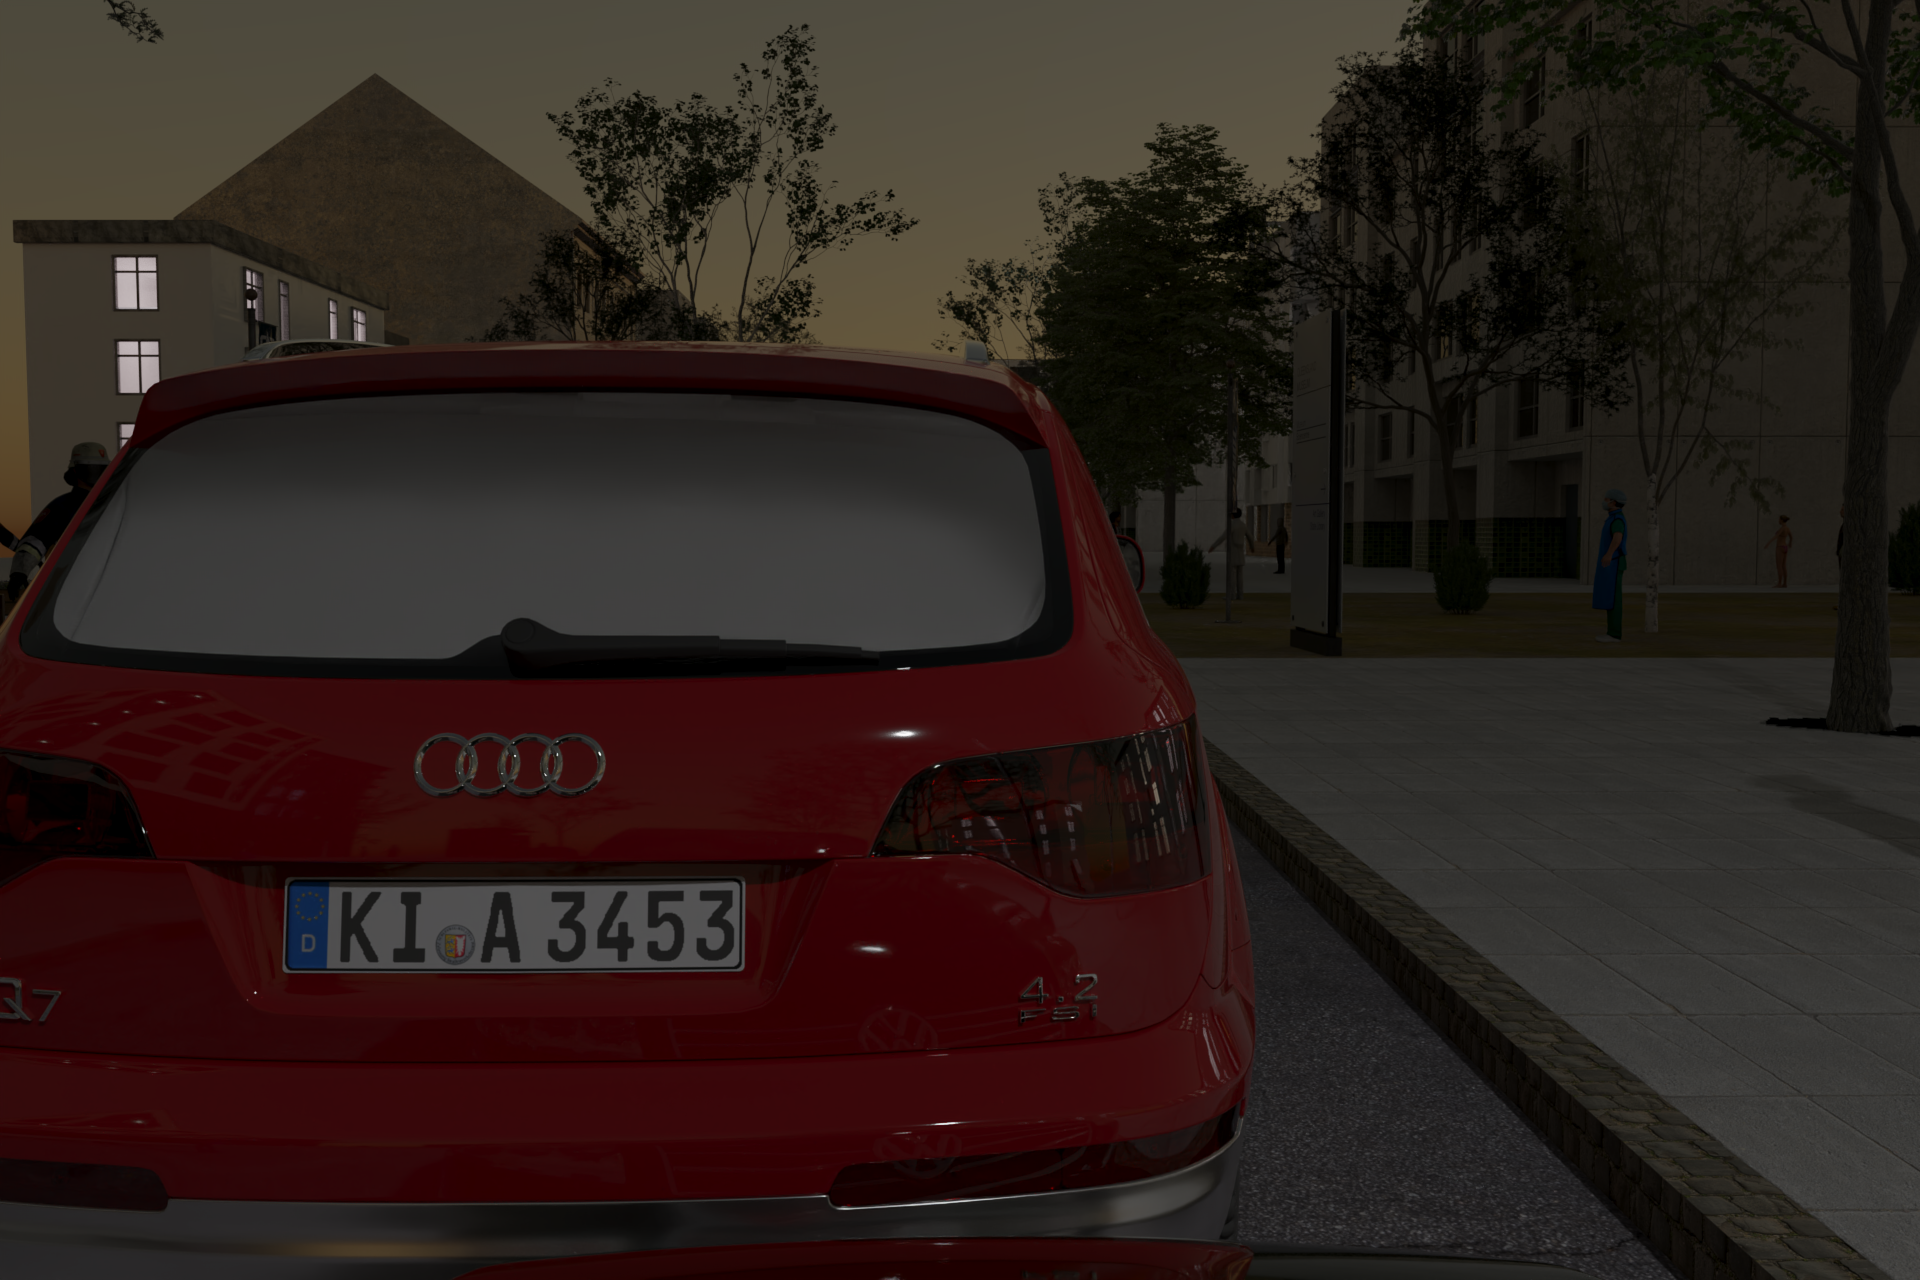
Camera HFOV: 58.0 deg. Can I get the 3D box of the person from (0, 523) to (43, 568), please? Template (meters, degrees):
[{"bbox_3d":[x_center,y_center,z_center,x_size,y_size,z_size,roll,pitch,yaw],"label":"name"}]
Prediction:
[{"bbox_3d":[-10.251,-0.747,17.994,1.354,1.856,0.705,0,4,-7],"label":"person"}]

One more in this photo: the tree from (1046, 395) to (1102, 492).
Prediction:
[{"bbox_3d":[5.377,-10.491,105.934,8.767,10.594,7.601,-1,4,-9],"label":"tree"}]

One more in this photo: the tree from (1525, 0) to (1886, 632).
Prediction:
[{"bbox_3d":[9.016,-4.420,22.622,4.360,8.622,3.978,0,3,0],"label":"tree"}]

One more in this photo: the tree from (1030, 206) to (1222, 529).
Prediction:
[{"bbox_3d":[5.751,-8.686,60.138,7.486,12.596,7.792,0,3,0],"label":"tree"}]

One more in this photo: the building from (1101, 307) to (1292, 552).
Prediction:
[{"bbox_3d":[21.046,-16.761,140.503,16.747,18.905,31.486,0,4,0],"label":"building"}]

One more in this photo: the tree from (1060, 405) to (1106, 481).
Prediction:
[{"bbox_3d":[5.722,-8.212,84.630,4.360,8.622,3.978,0,3,0],"label":"tree"}]

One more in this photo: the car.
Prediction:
[{"bbox_3d":[-0.570,0.249,4.603,2.281,1.827,5.304,0,4,-1],"label":"car"}]

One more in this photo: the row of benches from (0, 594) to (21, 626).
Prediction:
[{"bbox_3d":[-10.688,-0.346,21.118,4.104,0.672,1.422,-1,4,-10],"label":"row of benches"}]

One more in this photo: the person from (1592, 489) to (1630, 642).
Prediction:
[{"bbox_3d":[7.743,-0.886,20.620,0.704,1.817,1.347,1,4,19],"label":"person"}]

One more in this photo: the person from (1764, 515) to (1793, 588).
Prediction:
[{"bbox_3d":[19.566,-2.115,41.388,1.217,1.733,0.721,-3,4,-38],"label":"person"}]

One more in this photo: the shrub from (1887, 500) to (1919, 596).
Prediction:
[{"bbox_3d":[20.025,-1.940,36.146,1.690,2.028,1.600,0,3,0],"label":"shrub"}]

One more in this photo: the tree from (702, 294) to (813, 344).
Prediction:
[{"bbox_3d":[-10.297,-10.866,88.033,12.009,13.543,11.850,0,3,0],"label":"tree"}]

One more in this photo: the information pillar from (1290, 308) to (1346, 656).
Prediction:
[{"bbox_3d":[3.891,-1.686,18.883,0.184,3.620,1.656,0,4,-2],"label":"information pillar"}]

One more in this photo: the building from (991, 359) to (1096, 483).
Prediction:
[{"bbox_3d":[-0.026,-22.500,214.299,32.646,21.610,27.936,0,4,-5],"label":"building"}]

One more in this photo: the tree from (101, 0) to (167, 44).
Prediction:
[{"bbox_3d":[-9.303,-6.169,11.232,12.009,13.543,11.850,0,3,0],"label":"tree"}]

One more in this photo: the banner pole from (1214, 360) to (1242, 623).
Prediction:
[{"bbox_3d":[3.887,-2.123,24.730,0.401,3.779,0.863,0,4,-1],"label":"banner pole"}]

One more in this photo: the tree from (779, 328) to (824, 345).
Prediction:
[{"bbox_3d":[-9.778,-11.704,101.732,12.009,13.543,11.850,0,3,0],"label":"tree"}]

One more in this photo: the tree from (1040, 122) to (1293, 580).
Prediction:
[{"bbox_3d":[6.032,-7.942,47.973,7.486,12.596,7.792,0,3,0],"label":"tree"}]

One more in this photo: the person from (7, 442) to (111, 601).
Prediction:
[{"bbox_3d":[-5.323,-0.295,10.683,0.704,1.845,1.351,1,4,21],"label":"person"}]

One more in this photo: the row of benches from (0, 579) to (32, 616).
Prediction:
[{"bbox_3d":[-14.320,-0.518,23.935,4.104,0.672,1.422,1,4,11],"label":"row of benches"}]

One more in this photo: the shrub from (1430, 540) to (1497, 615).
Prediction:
[{"bbox_3d":[8.028,-1.011,27.639,1.383,1.207,1.383,0,3,0],"label":"shrub"}]

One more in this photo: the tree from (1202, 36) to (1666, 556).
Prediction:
[{"bbox_3d":[8.912,-5.930,31.372,8.767,10.594,7.601,-1,4,-19],"label":"tree"}]

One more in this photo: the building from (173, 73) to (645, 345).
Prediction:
[{"bbox_3d":[-27.978,-15.981,92.218,19.493,23.208,18.063,0,4,-1],"label":"building"}]

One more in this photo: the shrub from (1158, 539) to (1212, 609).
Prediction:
[{"bbox_3d":[3.845,-1.131,29.613,1.383,1.207,1.383,0,3,0],"label":"shrub"}]

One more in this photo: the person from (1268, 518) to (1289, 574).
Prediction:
[{"bbox_3d":[10.337,-3.050,55.999,0.705,1.813,1.348,2,4,35],"label":"person"}]

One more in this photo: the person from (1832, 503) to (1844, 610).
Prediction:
[{"bbox_3d":[14.948,-1.414,29.256,0.704,1.812,1.346,2,4,25],"label":"person"}]

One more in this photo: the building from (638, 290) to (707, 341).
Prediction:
[{"bbox_3d":[-29.013,-16.799,141.124,16.747,18.905,31.486,0,4,-1],"label":"building"}]

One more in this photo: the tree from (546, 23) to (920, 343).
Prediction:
[{"bbox_3d":[-8.340,-12.742,64.219,12.611,20.169,13.585,0,3,0],"label":"tree"}]

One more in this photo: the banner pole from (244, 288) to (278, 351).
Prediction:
[{"bbox_3d":[-7.216,-1.710,17.975,0.401,3.779,0.863,0,4,1],"label":"banner pole"}]

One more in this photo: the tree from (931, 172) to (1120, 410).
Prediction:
[{"bbox_3d":[4.703,-14.535,93.528,12.611,20.169,13.585,0,3,0],"label":"tree"}]

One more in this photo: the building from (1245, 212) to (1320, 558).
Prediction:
[{"bbox_3d":[22.188,-15.030,102.157,16.016,20.090,11.380,0,3,0],"label":"building"}]

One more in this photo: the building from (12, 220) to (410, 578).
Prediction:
[{"bbox_3d":[-24.417,-7.236,60.463,9.099,9.664,28.070,0,3,0],"label":"building"}]

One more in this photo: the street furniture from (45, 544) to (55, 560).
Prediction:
[{"bbox_3d":[-13.056,-1.527,31.828,9.812,1.723,11.010,1,4,15],"label":"street furniture"}]

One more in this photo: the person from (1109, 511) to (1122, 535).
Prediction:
[{"bbox_3d":[3.749,-2.155,41.379,0.704,1.843,1.345,1,4,21],"label":"person"}]

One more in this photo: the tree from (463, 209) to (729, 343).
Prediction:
[{"bbox_3d":[-9.702,-7.031,49.373,8.767,10.594,7.601,-1,4,-17],"label":"tree"}]

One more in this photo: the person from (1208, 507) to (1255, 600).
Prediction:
[{"bbox_3d":[5.360,-1.691,33.840,1.347,1.806,0.705,-3,5,-42],"label":"person"}]

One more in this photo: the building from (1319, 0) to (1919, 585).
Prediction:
[{"bbox_3d":[23.858,-11.747,58.516,16.747,18.905,31.486,0,4,0],"label":"building"}]

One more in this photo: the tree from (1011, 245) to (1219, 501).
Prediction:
[{"bbox_3d":[5.974,-9.931,72.744,12.009,13.543,11.850,0,3,0],"label":"tree"}]

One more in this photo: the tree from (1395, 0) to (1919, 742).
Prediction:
[{"bbox_3d":[6.058,-5.211,10.959,9.928,11.665,9.643,0,3,0],"label":"tree"}]
